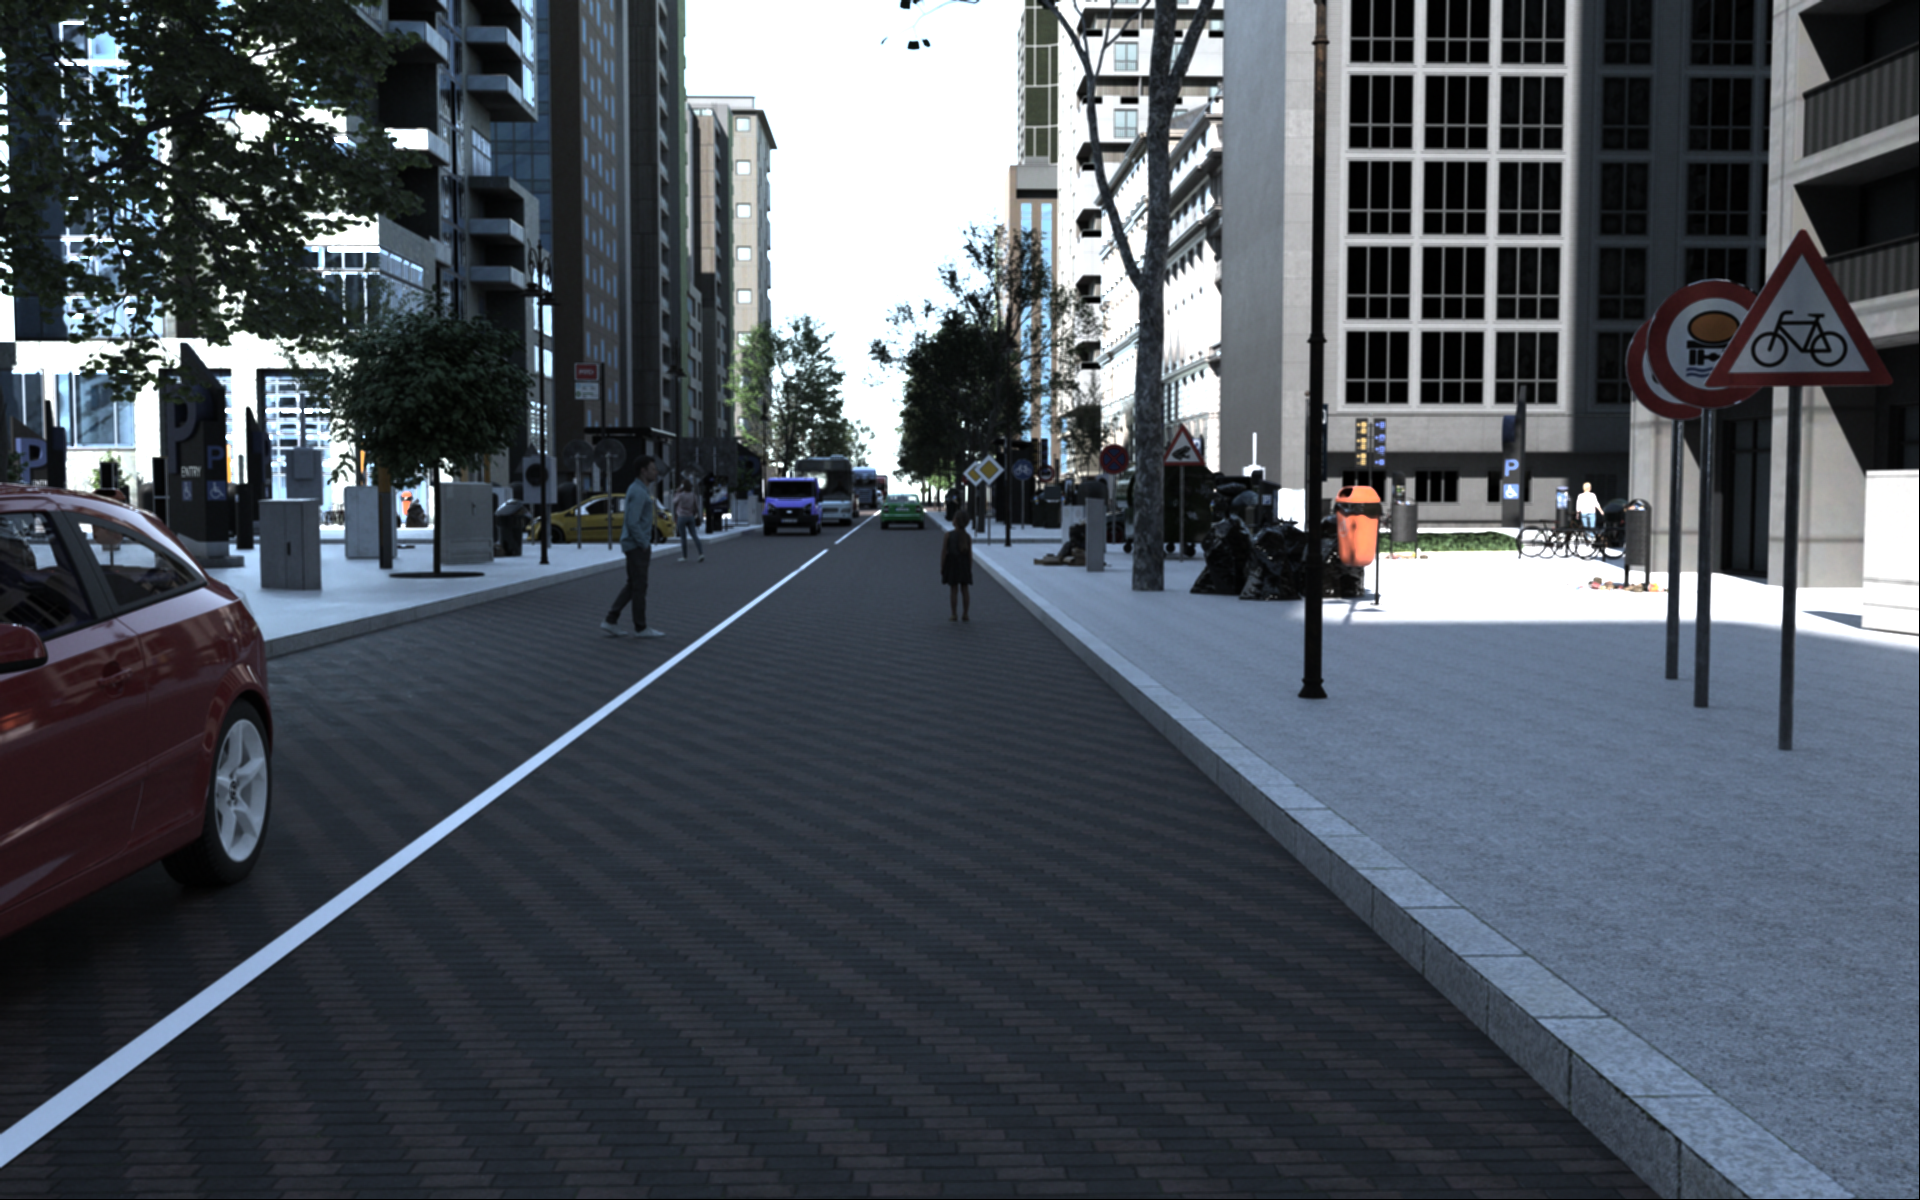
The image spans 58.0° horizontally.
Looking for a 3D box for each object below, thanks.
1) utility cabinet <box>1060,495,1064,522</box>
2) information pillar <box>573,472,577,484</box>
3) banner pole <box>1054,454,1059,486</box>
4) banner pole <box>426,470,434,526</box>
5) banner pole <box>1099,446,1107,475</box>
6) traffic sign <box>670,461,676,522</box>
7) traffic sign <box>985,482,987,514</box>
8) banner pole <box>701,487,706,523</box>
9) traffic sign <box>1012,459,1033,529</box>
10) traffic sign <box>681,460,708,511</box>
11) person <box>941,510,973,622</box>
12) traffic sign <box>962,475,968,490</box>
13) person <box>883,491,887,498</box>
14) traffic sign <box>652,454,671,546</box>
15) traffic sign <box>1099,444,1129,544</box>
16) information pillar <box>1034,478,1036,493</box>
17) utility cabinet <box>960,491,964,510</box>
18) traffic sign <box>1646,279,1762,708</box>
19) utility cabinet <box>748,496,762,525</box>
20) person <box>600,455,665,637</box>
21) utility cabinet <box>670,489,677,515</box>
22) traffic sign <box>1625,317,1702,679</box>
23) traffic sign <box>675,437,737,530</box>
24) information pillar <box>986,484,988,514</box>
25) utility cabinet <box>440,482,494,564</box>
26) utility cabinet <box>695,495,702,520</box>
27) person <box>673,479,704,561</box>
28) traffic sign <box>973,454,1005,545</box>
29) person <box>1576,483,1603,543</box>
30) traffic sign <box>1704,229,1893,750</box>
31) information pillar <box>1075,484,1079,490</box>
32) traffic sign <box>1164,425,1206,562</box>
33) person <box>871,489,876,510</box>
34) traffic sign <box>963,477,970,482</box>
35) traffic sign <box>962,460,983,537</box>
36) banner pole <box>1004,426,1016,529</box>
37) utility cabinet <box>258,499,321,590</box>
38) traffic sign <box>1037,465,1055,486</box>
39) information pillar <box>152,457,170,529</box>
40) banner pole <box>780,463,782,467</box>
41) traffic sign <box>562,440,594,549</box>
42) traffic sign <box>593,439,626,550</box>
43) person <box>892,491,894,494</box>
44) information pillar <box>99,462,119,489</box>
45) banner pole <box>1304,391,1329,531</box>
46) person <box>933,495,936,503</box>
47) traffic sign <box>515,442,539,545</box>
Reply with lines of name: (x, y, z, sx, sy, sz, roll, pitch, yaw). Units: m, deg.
utility cabinet: (4.981, -4.207, 79.954, 1.020, 1.237, 0.306, -1, 4, -22)
information pillar: (-19.836, -5.998, 89.421, 0.183, 3.616, 0.504, 1, 4, 14)
banner pole: (6.057, -7.272, 108.910, 0.401, 3.779, 0.863, 2, 4, 28)
banner pole: (-21.201, -4.855, 69.393, 0.401, 3.779, 0.863, 2, 4, 30)
banner pole: (7.395, -6.088, 89.549, 0.401, 3.779, 0.863, 3, 5, 45)
traffic sign: (-10.878, -4.024, 65.897, 0.768, 2.556, 0.104, 0, 4, 8)
traffic sign: (1.372, -5.790, 94.773, 0.768, 2.556, 0.104, 0, 4, 0)
banner pole: (-11.180, -5.296, 76.610, 0.863, 3.779, 0.401, -3, 4, -36)
traffic sign: (2.291, -3.857, 63.165, 0.768, 2.556, 0.104, 0, 4, -2)
traffic sign: (-7.827, -2.898, 51.025, 0.795, 2.450, 0.064, 0, 4, -2)
person: (-0.038, -0.384, 19.445, 0.362, 1.253, 0.373, -1, 4, -11)
traffic sign: (0.494, -6.571, 107.535, 0.768, 2.556, 0.104, 0, 4, 1)
person: (-10.112, -13.925, 236.132, 0.705, 1.831, 1.348, -3, 4, -39)
traffic sign: (-7.566, -2.410, 43.045, 0.795, 2.450, 0.064, 0, 4, -2)
traffic sign: (3.943, -2.704, 44.322, 0.768, 2.556, 0.104, 0, 4, 8)
information pillar: (3.238, -4.455, 77.332, 0.304, 2.012, 0.304, 0, 4, 5)
utility cabinet: (0.000, -6.256, 110.957, 0.318, 1.500, 1.173, 1, 4, 15)
traffic sign: (4.470, -0.628, 10.366, 0.768, 2.556, 0.104, 0, 4, 5)
utility cabinet: (-8.608, -3.764, 72.698, 0.306, 1.237, 1.020, -2, 4, -27)
person: (-3.298, -0.543, 17.391, 0.620, 1.820, 0.660, -1, 4, -19)
utility cabinet: (-17.377, -5.815, 103.753, 1.173, 1.500, 0.318, 3, 4, 37)
traffic sign: (4.940, -0.724, 11.945, 0.768, 2.556, 0.104, 0, 4, 1)
traffic sign: (-9.093, -4.172, 62.079, 2.265, 3.308, 0.079, 0, 4, 7)
information pillar: (1.605, -7.043, 106.504, 0.183, 3.616, 0.504, 1, 4, 15)
utility cabinet: (-9.103, -1.417, 31.840, 0.318, 1.500, 1.173, 2, 4, 29)
utility cabinet: (-12.907, -4.550, 85.548, 0.306, 1.237, 1.020, -1, 4, -16)
person: (-5.736, -1.696, 36.813, 0.593, 1.750, 0.643, -3, 4, -38)
traffic sign: (0.724, -2.425, 43.294, 0.795, 2.450, 0.064, 0, 4, -2)
person: (17.149, -2.317, 47.059, 0.731, 1.740, 0.598, 1, 4, 16)
traffic sign: (4.141, -0.527, 8.617, 0.884, 2.594, 0.081, 0, 4, 7)
information pillar: (8.180, -7.099, 120.567, 0.304, 2.012, 0.304, 2, 4, 26)
traffic sign: (4.170, -1.991, 32.559, 0.884, 2.594, 0.081, 0, 4, -1)
person: (-8.047, -9.349, 160.986, 0.705, 1.869, 1.348, -1, 4, -9)
traffic sign: (0.570, -4.520, 73.902, 0.884, 2.594, 0.081, 0, 4, 3)
traffic sign: (0.464, -2.913, 51.275, 0.795, 2.450, 0.064, 0, 4, -2)
banner pole: (1.790, -4.545, 64.325, 0.401, 3.779, 0.863, -1, 4, -20)
utility cabinet: (-9.071, -0.750, 23.431, 1.020, 1.237, 0.306, 3, 4, 36)
traffic sign: (3.723, -4.586, 75.089, 0.768, 2.556, 0.104, 0, 4, 5)
information pillar: (-15.730, -1.820, 34.244, 0.304, 2.012, 0.304, 0, 4, 5)
banner pole: (-12.613, -8.085, 122.207, 0.401, 3.779, 0.863, -1, 4, -10)
traffic sign: (-8.947, -2.479, 40.635, 0.768, 2.556, 0.104, 0, 4, 2)
traffic sign: (-8.054, -2.428, 39.799, 0.768, 2.556, 0.104, 0, 4, 4)
person: (-8.576, -13.159, 223.628, 0.705, 1.826, 1.348, -1, 4, -21)
information pillar: (-19.355, -2.137, 39.435, 0.304, 2.012, 0.304, 0, 4, -7)
banner pole: (8.633, -3.193, 42.215, 0.863, 3.779, 0.401, -2, 4, -27)
person: (-3.128, -11.968, 207.399, 0.599, 1.433, 0.991, 2, 4, 35)
traffic sign: (-10.746, -2.662, 43.528, 0.884, 2.594, 0.081, 0, 4, -1)
